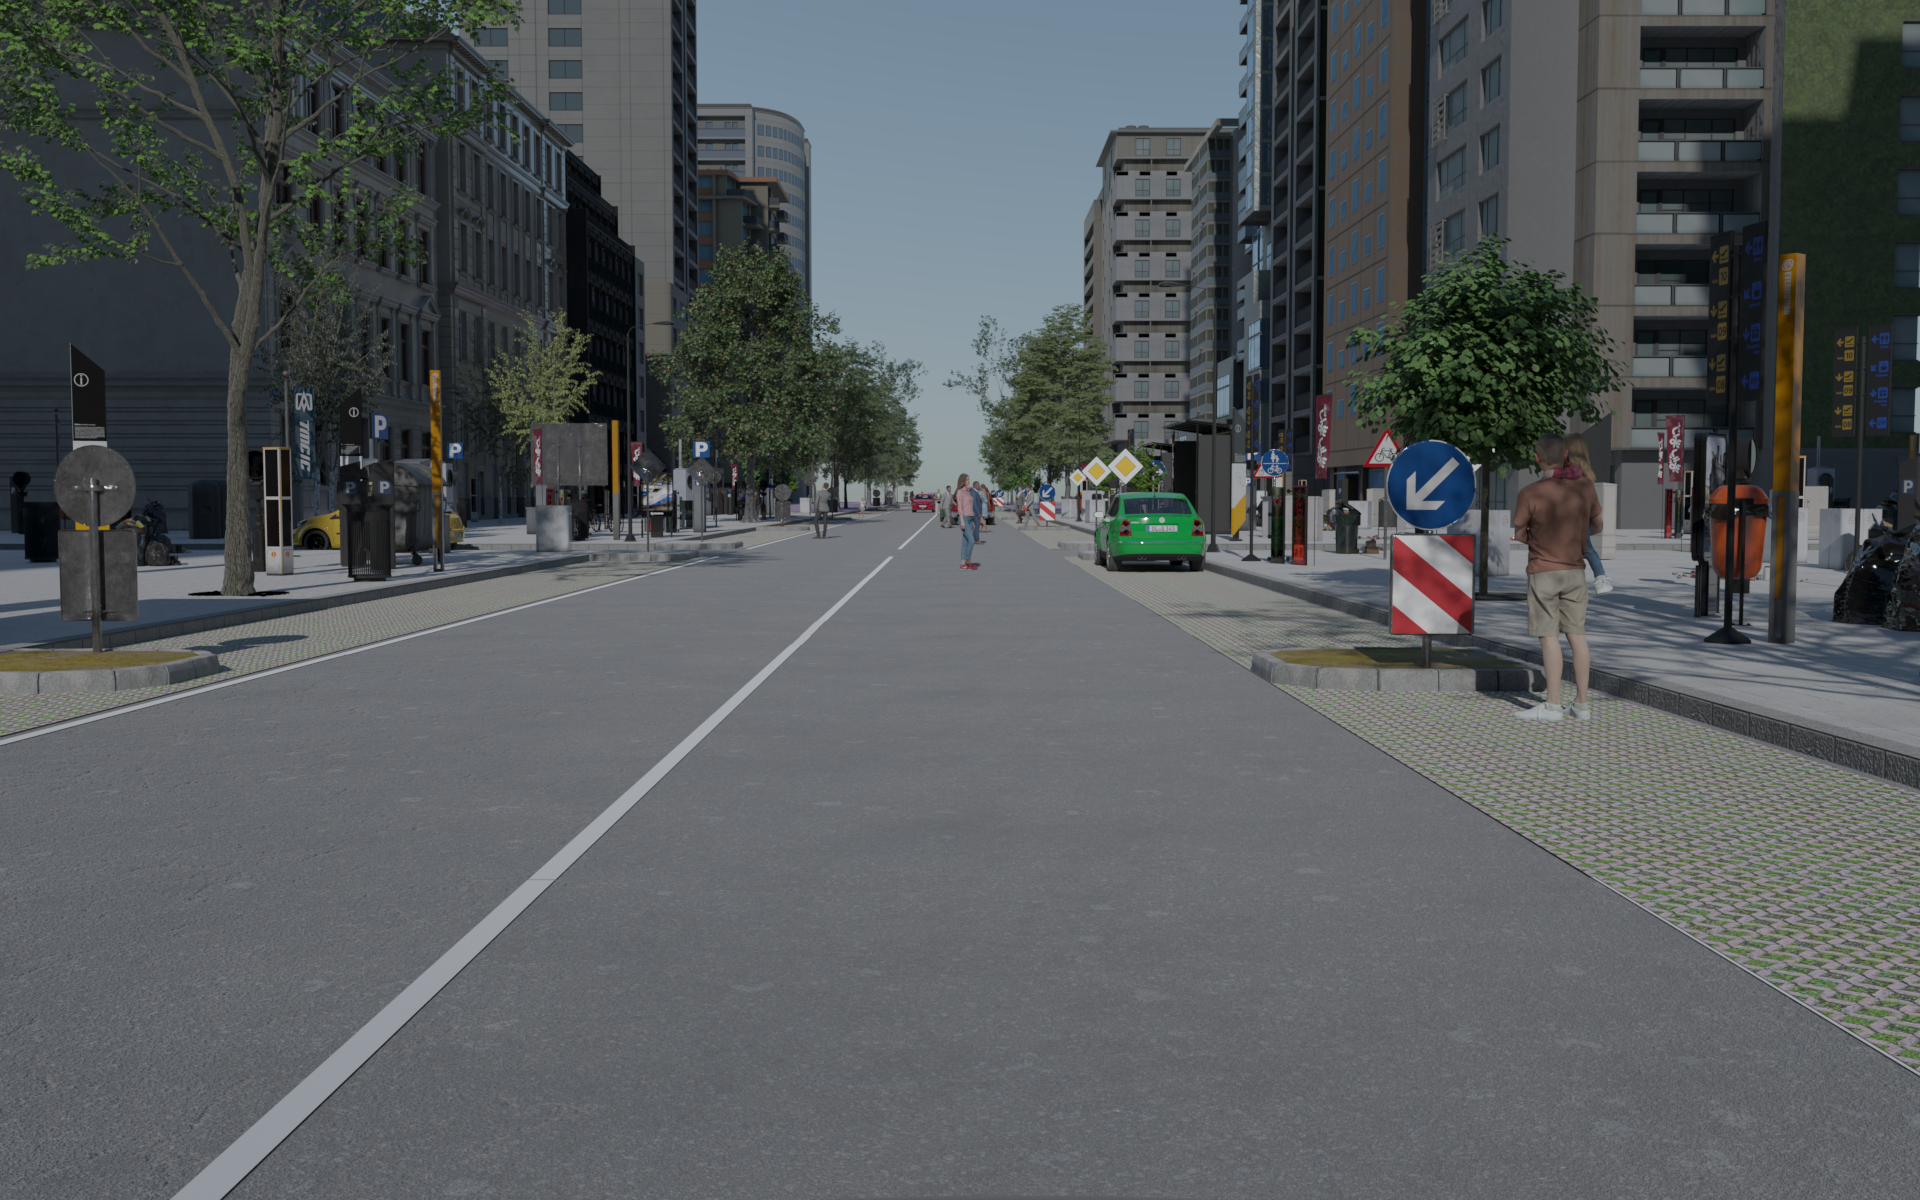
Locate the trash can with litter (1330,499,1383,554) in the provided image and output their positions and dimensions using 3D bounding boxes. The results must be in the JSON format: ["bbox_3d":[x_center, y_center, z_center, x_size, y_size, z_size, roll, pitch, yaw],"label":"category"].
[{"bbox_3d":[8.530,-1.580,37.226,1.055,1.170,0.624,0,4,-7],"label":"trash can with litter"}]

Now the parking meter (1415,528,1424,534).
[{"bbox_3d":[14.625,-3.013,54.975,0.399,1.863,0.255,1,4,23],"label":"parking meter"}]

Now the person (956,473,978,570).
[{"bbox_3d":[0.113,-1.472,32.571,0.388,1.821,0.555,1,4,11],"label":"person"}]

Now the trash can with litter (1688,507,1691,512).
[{"bbox_3d":[20.750,-2.232,47.879,1.055,1.170,0.624,0,4,4],"label":"trash can with litter"}]

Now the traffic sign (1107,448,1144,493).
[{"bbox_3d":[3.631,-2.106,38.072,0.795,2.450,0.064,0,3,0],"label":"traffic sign"}]

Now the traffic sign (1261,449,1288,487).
[{"bbox_3d":[8.954,-3.011,49.332,0.768,2.556,0.104,0,4,6],"label":"traffic sign"}]

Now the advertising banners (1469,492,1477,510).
[{"bbox_3d":[17.776,-3.915,60.204,0.090,3.025,2.074,2,4,26],"label":"advertising banners"}]

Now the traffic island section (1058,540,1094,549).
[{"bbox_3d":[3.649,-1.459,46.135,2.009,0.180,2.903,0,3,0],"label":"traffic island section"}]

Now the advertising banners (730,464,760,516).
[{"bbox_3d":[-12.556,-6.426,101.250,2.074,3.025,0.090,-3,5,-41],"label":"advertising banners"}]

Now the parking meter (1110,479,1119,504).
[{"bbox_3d":[5.823,-3.641,65.245,0.255,1.863,0.399,2,4,25],"label":"parking meter"}]

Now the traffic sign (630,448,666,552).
[{"bbox_3d":[-6.863,-2.107,38.086,0.795,2.450,0.064,0,3,0],"label":"traffic sign"}]

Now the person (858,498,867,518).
[{"bbox_3d":[-5.800,-5.497,103.397,0.505,1.210,0.382,-2,4,-26],"label":"person"}]

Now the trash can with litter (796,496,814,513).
[{"bbox_3d":[-10.378,-6.564,118.376,1.678,1.210,2.233,0,4,-4],"label":"trash can with litter"}]

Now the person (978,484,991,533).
[{"bbox_3d":[0.902,-3.408,64.308,0.616,1.811,0.778,-2,4,-28],"label":"person"}]

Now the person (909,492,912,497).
[{"bbox_3d":[-6.936,-14.555,247.201,0.721,1.743,1.217,2,4,34],"label":"person"}]

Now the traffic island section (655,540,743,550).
[{"bbox_3d":[-6.892,-1.459,46.132,2.009,0.180,2.903,0,3,0],"label":"traffic island section"}]

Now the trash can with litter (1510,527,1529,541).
[{"bbox_3d":[15.691,-2.198,46.989,1.678,1.210,2.233,-3,5,-42],"label":"trash can with litter"}]

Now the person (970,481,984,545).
[{"bbox_3d":[0.463,-2.494,49.453,0.419,1.800,0.721,0,4,-5],"label":"person"}]

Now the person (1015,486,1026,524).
[{"bbox_3d":[2.922,-4.604,83.743,0.622,1.834,0.822,2,4,35],"label":"person"}]

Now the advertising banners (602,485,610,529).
[{"bbox_3d":[-12.951,-4.103,63.279,0.090,3.025,2.074,0,4,-5],"label":"advertising banners"}]

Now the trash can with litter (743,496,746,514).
[{"bbox_3d":[-12.511,-5.400,99.684,0.624,1.170,1.055,-2,4,-31],"label":"trash can with litter"}]

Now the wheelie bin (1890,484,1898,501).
[{"bbox_3d":[28.207,-2.679,51.709,0.980,1.594,0.693,-1,4,-14],"label":"wheelie bin"}]

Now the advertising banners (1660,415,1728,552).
[{"bbox_3d":[16.188,-2.543,37.760,0.090,3.025,2.074,-2,4,-26],"label":"advertising banners"}]

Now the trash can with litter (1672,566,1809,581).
[{"bbox_3d":[11.709,-0.941,26.438,1.678,1.210,2.233,0,4,-4],"label":"trash can with litter"}]

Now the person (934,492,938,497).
[{"bbox_3d":[-2.967,-13.558,230.997,1.217,1.723,0.721,0,4,-6],"label":"person"}]

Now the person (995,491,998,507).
[{"bbox_3d":[3.698,-10.425,179.626,1.217,1.739,0.721,-2,4,-24],"label":"person"}]

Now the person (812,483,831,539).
[{"bbox_3d":[-4.451,-2.874,55.671,0.592,1.802,0.473,-1,4,-21],"label":"person"}]

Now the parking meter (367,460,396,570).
[{"bbox_3d":[-9.820,-1.449,29.397,0.399,1.863,0.255,-3,4,-38],"label":"parking meter"}]

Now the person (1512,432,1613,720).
[{"bbox_3d":[3.840,-0.156,11.031,0.573,1.828,0.580,2,4,31],"label":"person"}]

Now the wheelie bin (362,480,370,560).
[{"bbox_3d":[-11.502,-1.576,33.673,0.693,1.594,0.980,0,4,-6],"label":"wheelie bin"}]

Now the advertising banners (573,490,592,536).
[{"bbox_3d":[-11.976,-3.466,52.861,2.074,3.025,0.090,3,4,38],"label":"advertising banners"}]

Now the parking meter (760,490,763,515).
[{"bbox_3d":[-12.064,-5.983,106.232,0.372,1.533,0.369,0,3,0],"label":"parking meter"}]

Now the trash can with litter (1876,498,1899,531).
[{"bbox_3d":[26.418,-2.292,48.856,1.055,1.170,0.624,-1,4,-22],"label":"trash can with litter"}]

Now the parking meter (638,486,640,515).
[{"bbox_3d":[-19.260,-6.003,103.862,0.399,1.863,0.255,1,4,17],"label":"parking meter"}]

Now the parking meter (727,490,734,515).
[{"bbox_3d":[-14.063,-5.974,106.083,0.372,1.533,0.369,0,3,0],"label":"parking meter"}]

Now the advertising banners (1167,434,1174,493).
[{"bbox_3d":[6.115,-3.304,50.204,0.090,3.025,2.074,1,4,10],"label":"advertising banners"}]

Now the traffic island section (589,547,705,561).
[{"bbox_3d":[-6.887,-0.970,38.147,2.009,0.180,2.903,0,3,0],"label":"traffic island section"}]

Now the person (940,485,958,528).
[{"bbox_3d":[-0.518,-3.896,72.472,0.850,1.792,0.678,3,5,40],"label":"person"}]

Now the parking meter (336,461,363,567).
[{"bbox_3d":[-10.796,-1.523,30.620,0.399,1.863,0.255,-2,4,-25],"label":"parking meter"}]

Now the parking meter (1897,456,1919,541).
[{"bbox_3d":[14.779,-1.295,26.876,0.255,1.863,0.399,-1,4,-21],"label":"parking meter"}]

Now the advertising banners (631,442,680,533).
[{"bbox_3d":[-10.144,-3.749,57.486,2.074,3.025,0.090,2,4,32],"label":"advertising banners"}]

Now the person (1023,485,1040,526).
[{"bbox_3d":[2.944,-3.864,71.953,0.850,1.792,0.678,-1,4,-9],"label":"person"}]

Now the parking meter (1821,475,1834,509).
[{"bbox_3d":[27.117,-2.965,54.183,0.399,1.863,0.255,-3,5,-39],"label":"parking meter"}]

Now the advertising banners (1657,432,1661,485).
[{"bbox_3d":[20.403,-3.279,49.796,0.090,3.025,2.074,3,5,43],"label":"advertising banners"}]

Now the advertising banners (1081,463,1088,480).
[{"bbox_3d":[7.507,-6.110,96.089,0.090,3.025,2.074,-3,5,-45],"label":"advertising banners"}]

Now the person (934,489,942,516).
[{"bbox_3d":[-1.387,-6.298,112.018,0.519,1.759,0.362,0,4,-7],"label":"person"}]

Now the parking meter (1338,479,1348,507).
[{"bbox_3d":[14.622,-3.698,66.181,0.255,1.863,0.399,-1,4,-17],"label":"parking meter"}]

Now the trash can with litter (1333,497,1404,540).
[{"bbox_3d":[11.766,-2.334,49.215,2.233,1.210,1.678,1,4,19],"label":"trash can with litter"}]

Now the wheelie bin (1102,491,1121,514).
[{"bbox_3d":[7.000,-4.407,79.963,0.980,1.594,0.693,2,4,34],"label":"wheelie bin"}]

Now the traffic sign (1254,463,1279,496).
[{"bbox_3d":[10.177,-3.532,57.746,0.884,2.594,0.081,0,4,8],"label":"traffic sign"}]

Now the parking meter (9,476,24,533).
[{"bbox_3d":[-30.903,-3.123,56.780,0.399,1.863,0.255,2,4,26],"label":"parking meter"}]

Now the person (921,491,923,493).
[{"bbox_3d":[-5.455,-14.620,247.552,0.705,1.822,1.348,-1,4,-9],"label":"person"}]

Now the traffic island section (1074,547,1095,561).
[{"bbox_3d":[3.655,-0.971,38.150,2.009,0.180,2.903,0,3,0],"label":"traffic island section"}]

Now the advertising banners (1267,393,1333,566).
[{"bbox_3d":[6.109,-2.139,31.155,0.090,3.025,2.074,-1,4,-20],"label":"advertising banners"}]

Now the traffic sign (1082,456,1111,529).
[{"bbox_3d":[3.626,-2.594,46.057,0.795,2.450,0.064,0,3,0],"label":"traffic sign"}]

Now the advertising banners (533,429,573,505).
[{"bbox_3d":[-10.942,-3.065,46.294,0.090,3.025,2.074,-3,4,-38],"label":"advertising banners"}]

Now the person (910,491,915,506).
[{"bbox_3d":[-5.609,-12.058,205.653,0.705,1.823,1.348,3,4,36],"label":"person"}]

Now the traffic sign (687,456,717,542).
[{"bbox_3d":[-6.869,-2.595,46.071,0.795,2.450,0.064,0,3,0],"label":"traffic sign"}]
